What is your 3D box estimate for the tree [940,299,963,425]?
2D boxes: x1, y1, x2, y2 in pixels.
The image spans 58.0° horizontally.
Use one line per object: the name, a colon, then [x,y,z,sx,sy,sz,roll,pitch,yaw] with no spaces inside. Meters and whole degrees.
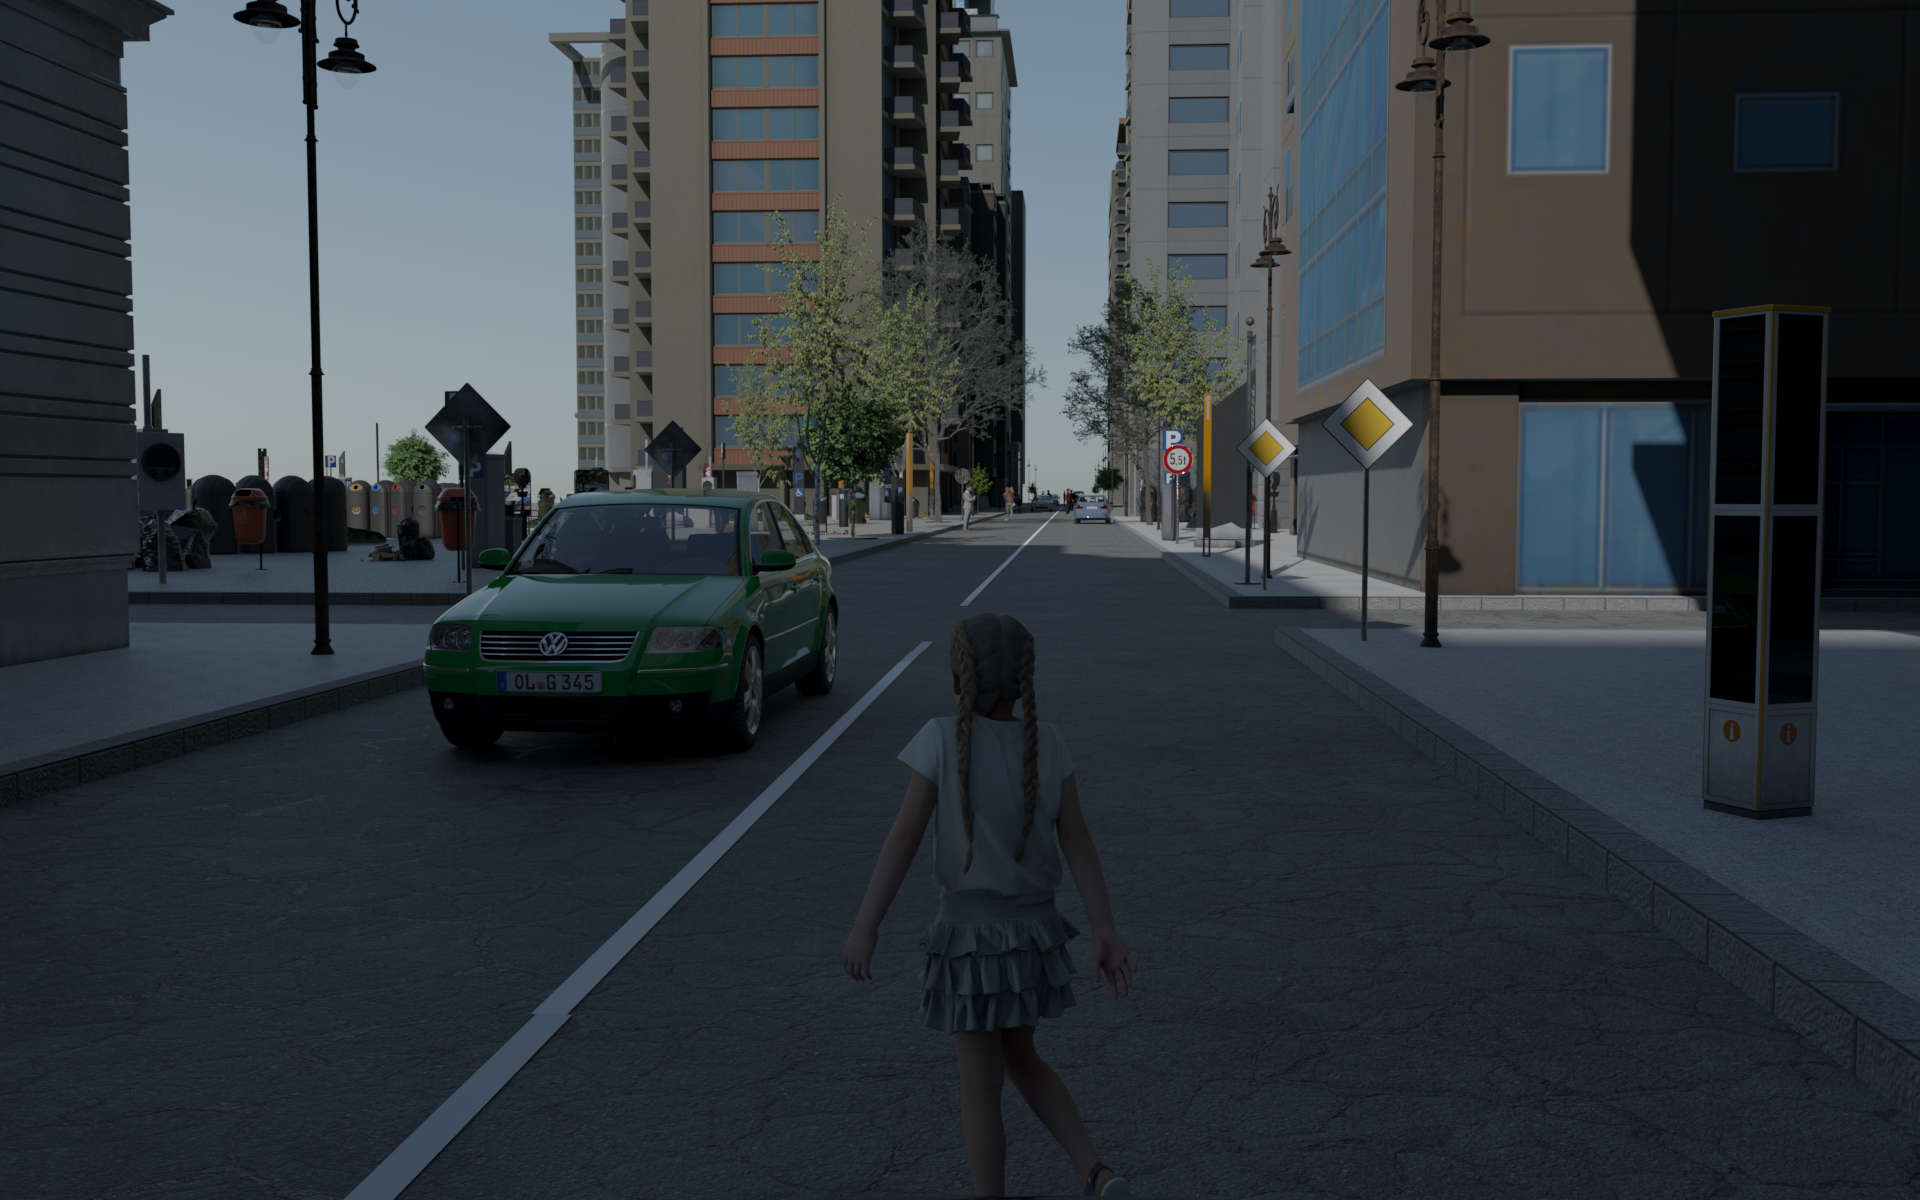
tree: [-2.020,-6.779,61.205,4.737,8.622,4.395,0,3,0]

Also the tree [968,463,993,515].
tree: [1.256,-6.887,107.198,1.663,3.219,1.824,0,3,0]

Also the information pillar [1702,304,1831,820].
information pillar: [3.217,-0.149,6.929,0.304,2.012,0.304,-1,4,-21]

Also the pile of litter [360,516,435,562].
pile of litter: [-10.901,-1.197,33.532,1.176,0.858,1.719,3,4,38]

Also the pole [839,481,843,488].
pole: [-4.859,-4.712,70.885,0.158,3.312,0.155,0,3,0]

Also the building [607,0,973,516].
building: [-10.648,-28.076,113.660,22.147,44.769,28.867,0,4,4]

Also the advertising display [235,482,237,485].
advertising display: [-38.446,-5.380,93.175,0.974,1.923,0.123,-3,5,-39]

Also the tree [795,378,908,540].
tree: [-3.107,-4.006,49.220,4.285,4.588,4.351,0,3,0]

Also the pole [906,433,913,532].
pole: [-1.697,-3.933,58.143,0.158,3.312,0.155,0,3,0]

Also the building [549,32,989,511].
building: [-14.042,-27.443,140.582,32.217,40.220,23.993,0,4,4]

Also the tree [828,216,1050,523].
tree: [-1.127,-10.232,77.668,12.009,13.543,11.850,0,3,0]

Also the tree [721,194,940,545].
tree: [-3.532,-5.691,43.411,4.737,8.622,4.395,0,3,0]

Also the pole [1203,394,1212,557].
pole: [5.056,-2.542,35.403,0.158,3.312,0.155,0,3,0]

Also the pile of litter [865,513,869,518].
pile of litter: [-5.459,-4.865,93.500,1.719,0.858,1.176,-2,4,-35]

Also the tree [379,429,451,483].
tree: [-26.807,-6.187,84.866,4.285,4.588,4.351,0,3,0]

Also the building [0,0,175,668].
building: [-17.012,-10.606,9.559,21.152,22.565,11.583,0,4,4]

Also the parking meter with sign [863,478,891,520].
parking meter with sign: [-4.079,-5.415,84.790,1.738,3.016,0.543,3,5,39]

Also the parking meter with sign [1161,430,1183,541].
parking meter with sign: [5.813,-3.155,47.850,0.543,3.016,1.738,0,4,3]

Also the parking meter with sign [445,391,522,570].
parking meter with sign: [-8.227,-2.070,30.098,0.543,3.016,1.738,1,4,14]

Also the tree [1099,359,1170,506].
tree: [9.377,-8.608,91.100,4.360,8.622,3.978,0,3,0]

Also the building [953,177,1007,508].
building: [-2.924,-23.768,160.307,14.160,30.474,14.107,0,4,4]

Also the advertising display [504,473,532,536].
advertising display: [-13.623,-2.936,53.217,0.123,1.923,0.974,3,5,45]

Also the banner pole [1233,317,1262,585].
banner pole: [4.085,-2.098,24.320,0.401,3.779,0.863,0,4,2]

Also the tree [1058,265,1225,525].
tree: [7.499,-8.371,71.286,7.601,10.594,8.767,0,4,8]

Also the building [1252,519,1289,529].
building: [22.648,-32.566,74.458,21.231,58.520,28.212,0,4,4]

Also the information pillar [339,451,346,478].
information pillar: [-33.461,-6.269,93.861,0.504,3.616,0.183,3,4,36]

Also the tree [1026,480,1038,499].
tree: [9.970,-14.914,238.441,1.663,3.219,1.824,0,3,0]

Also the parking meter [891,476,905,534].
parking meter: [-1.976,-3.027,55.202,0.399,1.863,0.255,-3,5,-42]

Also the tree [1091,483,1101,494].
tree: [20.013,-15.853,253.804,1.663,3.219,1.824,0,3,0]

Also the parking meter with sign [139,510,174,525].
parking meter with sign: [-18.671,-2.632,39.293,1.738,3.016,0.543,-3,5,-40]

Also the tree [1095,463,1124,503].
tree: [15.617,-12.132,182.070,4.285,4.588,4.351,0,3,0]

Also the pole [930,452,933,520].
pole: [-1.389,-5.571,84.932,0.158,3.312,0.155,0,3,0]

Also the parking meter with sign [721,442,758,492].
parking meter with sign: [-7.206,-3.828,58.853,1.738,3.016,0.543,-1,4,-13]

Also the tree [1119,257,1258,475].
tree: [6.753,-6.319,53.685,4.737,8.622,4.395,0,3,0]

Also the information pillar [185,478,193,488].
information pillar: [-36.116,-4.690,81.173,0.304,2.012,0.304,-2,4,-28]

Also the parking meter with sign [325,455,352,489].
parking meter with sign: [-27.616,-4.973,77.574,1.738,3.016,0.543,2,4,32]

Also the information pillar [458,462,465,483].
information pillar: [-28.755,-6.651,100.104,0.504,3.616,0.183,-1,4,-20]

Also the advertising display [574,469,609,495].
advertising display: [-9.663,-2.462,45.473,0.974,1.923,0.123,-3,5,-41]

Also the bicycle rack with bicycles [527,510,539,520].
bicycle rack with bicycles: [-19.053,-3.602,72.270,2.852,0.926,2.925,1,4,22]

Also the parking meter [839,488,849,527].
parking meter: [-4.517,-3.602,67.309,0.372,1.533,0.369,0,3,0]

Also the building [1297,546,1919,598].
building: [13.109,-23.025,26.570,14.200,45.320,14.600,0,4,4]

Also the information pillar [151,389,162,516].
information pillar: [-17.773,-2.876,38.378,0.183,3.616,0.504,0,4,-6]
